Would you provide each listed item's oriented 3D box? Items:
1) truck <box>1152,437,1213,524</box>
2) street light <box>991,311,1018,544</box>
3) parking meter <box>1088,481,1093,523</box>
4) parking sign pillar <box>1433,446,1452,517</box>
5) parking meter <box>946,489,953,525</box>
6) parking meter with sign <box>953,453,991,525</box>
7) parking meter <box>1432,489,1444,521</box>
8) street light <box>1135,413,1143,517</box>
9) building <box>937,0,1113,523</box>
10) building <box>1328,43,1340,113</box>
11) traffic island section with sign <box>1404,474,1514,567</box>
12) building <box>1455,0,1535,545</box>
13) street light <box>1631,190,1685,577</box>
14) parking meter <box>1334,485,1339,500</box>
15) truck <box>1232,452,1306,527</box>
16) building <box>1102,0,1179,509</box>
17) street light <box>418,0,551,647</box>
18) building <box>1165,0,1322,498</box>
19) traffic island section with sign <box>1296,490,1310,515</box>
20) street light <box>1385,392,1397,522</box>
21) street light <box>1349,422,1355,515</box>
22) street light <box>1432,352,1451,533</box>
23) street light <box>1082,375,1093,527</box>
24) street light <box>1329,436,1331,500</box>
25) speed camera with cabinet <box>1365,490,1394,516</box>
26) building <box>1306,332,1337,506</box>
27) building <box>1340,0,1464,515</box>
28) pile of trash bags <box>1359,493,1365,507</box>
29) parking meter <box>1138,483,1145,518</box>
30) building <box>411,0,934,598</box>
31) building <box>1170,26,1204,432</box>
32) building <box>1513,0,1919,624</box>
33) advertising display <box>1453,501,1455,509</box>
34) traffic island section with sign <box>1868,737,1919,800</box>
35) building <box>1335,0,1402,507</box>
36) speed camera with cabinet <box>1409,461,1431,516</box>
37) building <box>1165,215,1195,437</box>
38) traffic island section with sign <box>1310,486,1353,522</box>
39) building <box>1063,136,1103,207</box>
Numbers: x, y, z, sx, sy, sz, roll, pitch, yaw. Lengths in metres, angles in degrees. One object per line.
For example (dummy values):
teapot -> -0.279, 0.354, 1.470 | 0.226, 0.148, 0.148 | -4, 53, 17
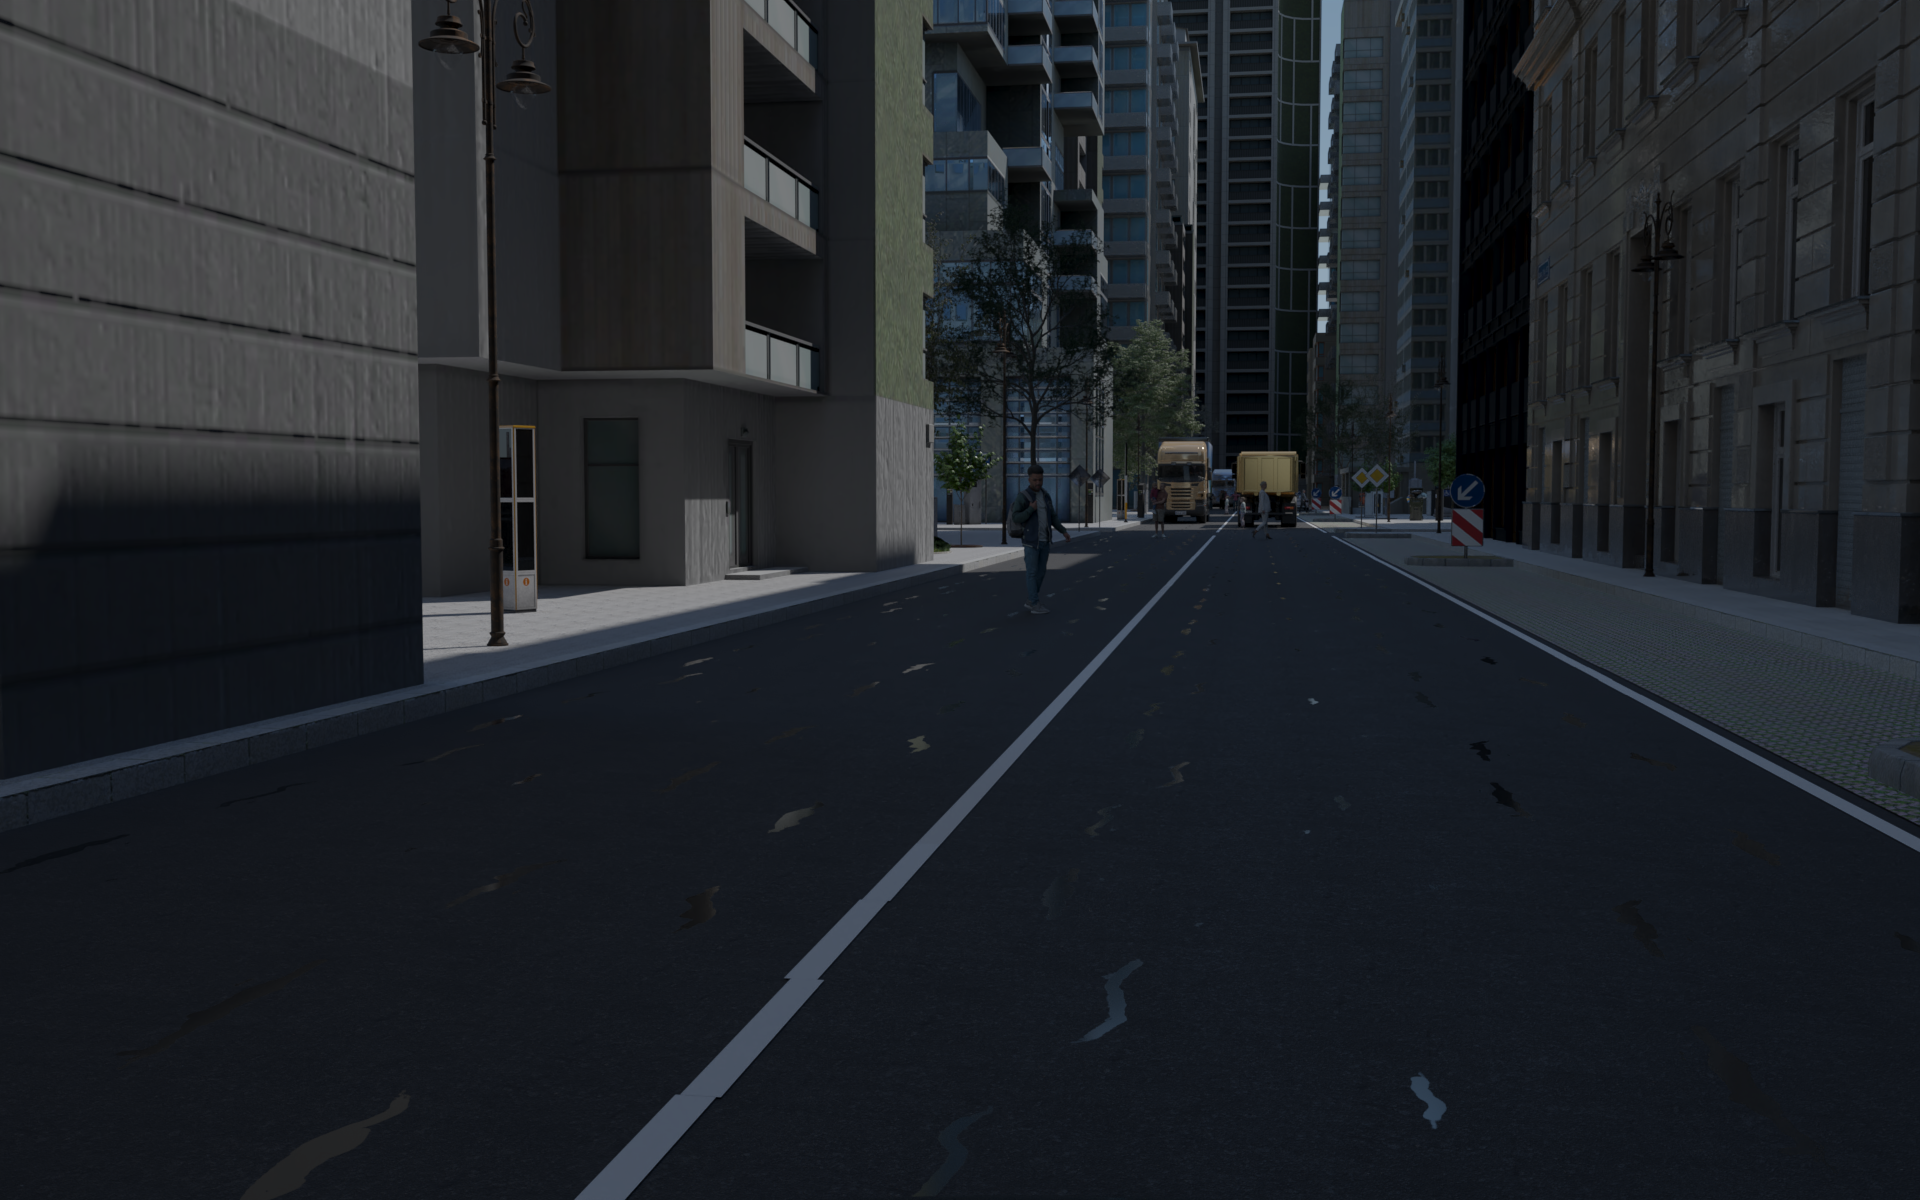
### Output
truck -> 11.391, -6.038, 87.629 | 2.839, 4.237, 11.283 | 1, 4, 10
street light -> 1.128, -4.353, 43.963 | 0.468, 5.910, 1.993 | 1, 4, 10
parking meter -> 5.689, -4.280, 75.684 | 0.255, 1.863, 0.399 | 0, 4, 1
parking sign pillar -> 27.003, -6.575, 95.968 | 1.447, 3.967, 1.447 | 1, 4, 21
parking meter -> -0.431, -4.088, 72.543 | 0.255, 1.863, 0.399 | 0, 4, 3
parking meter with sign -> 0.493, -4.661, 72.461 | 1.738, 3.016, 0.543 | -3, 5, -43
parking meter -> 22.985, -4.563, 83.018 | 0.372, 1.533, 0.369 | 0, 3, 0
street light -> 9.947, -7.564, 96.461 | 0.468, 5.910, 1.993 | 1, 4, 10
building -> -2.567, -47.585, 90.681 | 22.319, 86.520, 31.000 | 1, 4, 10
building -> 47.129, -33.523, 167.707 | 23.786, 49.044, 30.456 | 1, 4, 10
traffic island section with sign -> 10.028, -1.610, 34.952 | 1.989, 1.847, 2.006 | 1, 4, 10
building -> 20.999, -13.318, 47.422 | 12.332, 23.373, 15.834 | 1, 4, 10
street light -> 10.709, -3.299, 26.729 | 0.468, 5.910, 1.993 | 1, 4, 10
parking meter -> 25.112, -6.712, 115.451 | 0.255, 1.863, 0.399 | 0, 4, 5
truck -> 13.877, -5.020, 77.996 | 3.469, 3.379, 9.791 | 1, 4, 10
building -> 8.254, -32.900, 157.521 | 23.786, 49.044, 30.456 | 1, 4, 10
street light -> -3.912, -2.550, 14.475 | 0.468, 5.910, 1.993 | 1, 4, 10
building -> 37.386, -48.490, 231.056 | 20.611, 71.187, 20.563 | 1, 4, 10
traffic island section with sign -> 23.767, -6.580, 116.208 | 1.989, 1.847, 2.006 | 1, 4, 10
street light -> 19.577, -6.490, 78.902 | 0.468, 5.910, 1.993 | 1, 4, 10
street light -> 24.570, -8.298, 108.456 | 0.468, 5.910, 1.993 | 1, 4, 10
street light -> 15.662, -5.118, 56.464 | 0.468, 5.910, 1.993 | 1, 4, 10
street light -> 4.901, -5.761, 66.974 | 0.468, 5.910, 1.993 | 1, 4, 10
street light -> 29.584, -10.132, 138.439 | 0.468, 5.910, 1.993 | 1, 4, 10
speed camera with cabinet -> 24.829, -6.611, 102.426 | 2.038, 3.252, 0.660 | -3, 4, -38
building -> 54.059, -21.552, 197.421 | 27.650, 21.520, 28.899 | 1, 4, 10
building -> 41.721, -25.742, 112.767 | 32.217, 40.220, 23.993 | 1, 4, 10
pile of trash bags -> 30.644, -7.690, 135.486 | 3.447, 1.369, 1.912 | -3, 5, -42
parking meter -> 9.756, -5.348, 93.155 | 0.255, 1.863, 0.399 | 1, 4, 23
building -> -8.569, -20.980, 26.621 | 14.154, 41.232, 14.086 | 1, 4, 10
building -> 14.282, -37.593, 203.892 | 27.495, 52.752, 28.713 | 1, 4, 10
building -> 16.840, -14.067, 27.262 | 12.463, 27.353, 25.104 | 1, 4, 10
advertising display -> 22.257, -4.352, 76.368 | 0.974, 1.923, 0.123 | 2, 4, 33
traffic island section with sign -> 5.487, 0.033, 8.091 | 1.989, 1.847, 2.006 | 1, 4, 10
building -> 38.815, -28.251, 145.498 | 14.154, 41.232, 14.086 | 1, 4, 10
speed camera with cabinet -> 27.798, -6.652, 103.102 | 2.038, 3.252, 0.660 | 2, 4, 26
building -> 16.848, -24.923, 179.195 | 14.160, 30.474, 14.107 | 1, 4, 10
traffic island section with sign -> 19.234, -4.940, 89.389 | 1.989, 1.847, 2.006 | 1, 4, 10
building -> 2.484, -21.454, 122.469 | 14.160, 30.474, 14.107 | 1, 4, 10
